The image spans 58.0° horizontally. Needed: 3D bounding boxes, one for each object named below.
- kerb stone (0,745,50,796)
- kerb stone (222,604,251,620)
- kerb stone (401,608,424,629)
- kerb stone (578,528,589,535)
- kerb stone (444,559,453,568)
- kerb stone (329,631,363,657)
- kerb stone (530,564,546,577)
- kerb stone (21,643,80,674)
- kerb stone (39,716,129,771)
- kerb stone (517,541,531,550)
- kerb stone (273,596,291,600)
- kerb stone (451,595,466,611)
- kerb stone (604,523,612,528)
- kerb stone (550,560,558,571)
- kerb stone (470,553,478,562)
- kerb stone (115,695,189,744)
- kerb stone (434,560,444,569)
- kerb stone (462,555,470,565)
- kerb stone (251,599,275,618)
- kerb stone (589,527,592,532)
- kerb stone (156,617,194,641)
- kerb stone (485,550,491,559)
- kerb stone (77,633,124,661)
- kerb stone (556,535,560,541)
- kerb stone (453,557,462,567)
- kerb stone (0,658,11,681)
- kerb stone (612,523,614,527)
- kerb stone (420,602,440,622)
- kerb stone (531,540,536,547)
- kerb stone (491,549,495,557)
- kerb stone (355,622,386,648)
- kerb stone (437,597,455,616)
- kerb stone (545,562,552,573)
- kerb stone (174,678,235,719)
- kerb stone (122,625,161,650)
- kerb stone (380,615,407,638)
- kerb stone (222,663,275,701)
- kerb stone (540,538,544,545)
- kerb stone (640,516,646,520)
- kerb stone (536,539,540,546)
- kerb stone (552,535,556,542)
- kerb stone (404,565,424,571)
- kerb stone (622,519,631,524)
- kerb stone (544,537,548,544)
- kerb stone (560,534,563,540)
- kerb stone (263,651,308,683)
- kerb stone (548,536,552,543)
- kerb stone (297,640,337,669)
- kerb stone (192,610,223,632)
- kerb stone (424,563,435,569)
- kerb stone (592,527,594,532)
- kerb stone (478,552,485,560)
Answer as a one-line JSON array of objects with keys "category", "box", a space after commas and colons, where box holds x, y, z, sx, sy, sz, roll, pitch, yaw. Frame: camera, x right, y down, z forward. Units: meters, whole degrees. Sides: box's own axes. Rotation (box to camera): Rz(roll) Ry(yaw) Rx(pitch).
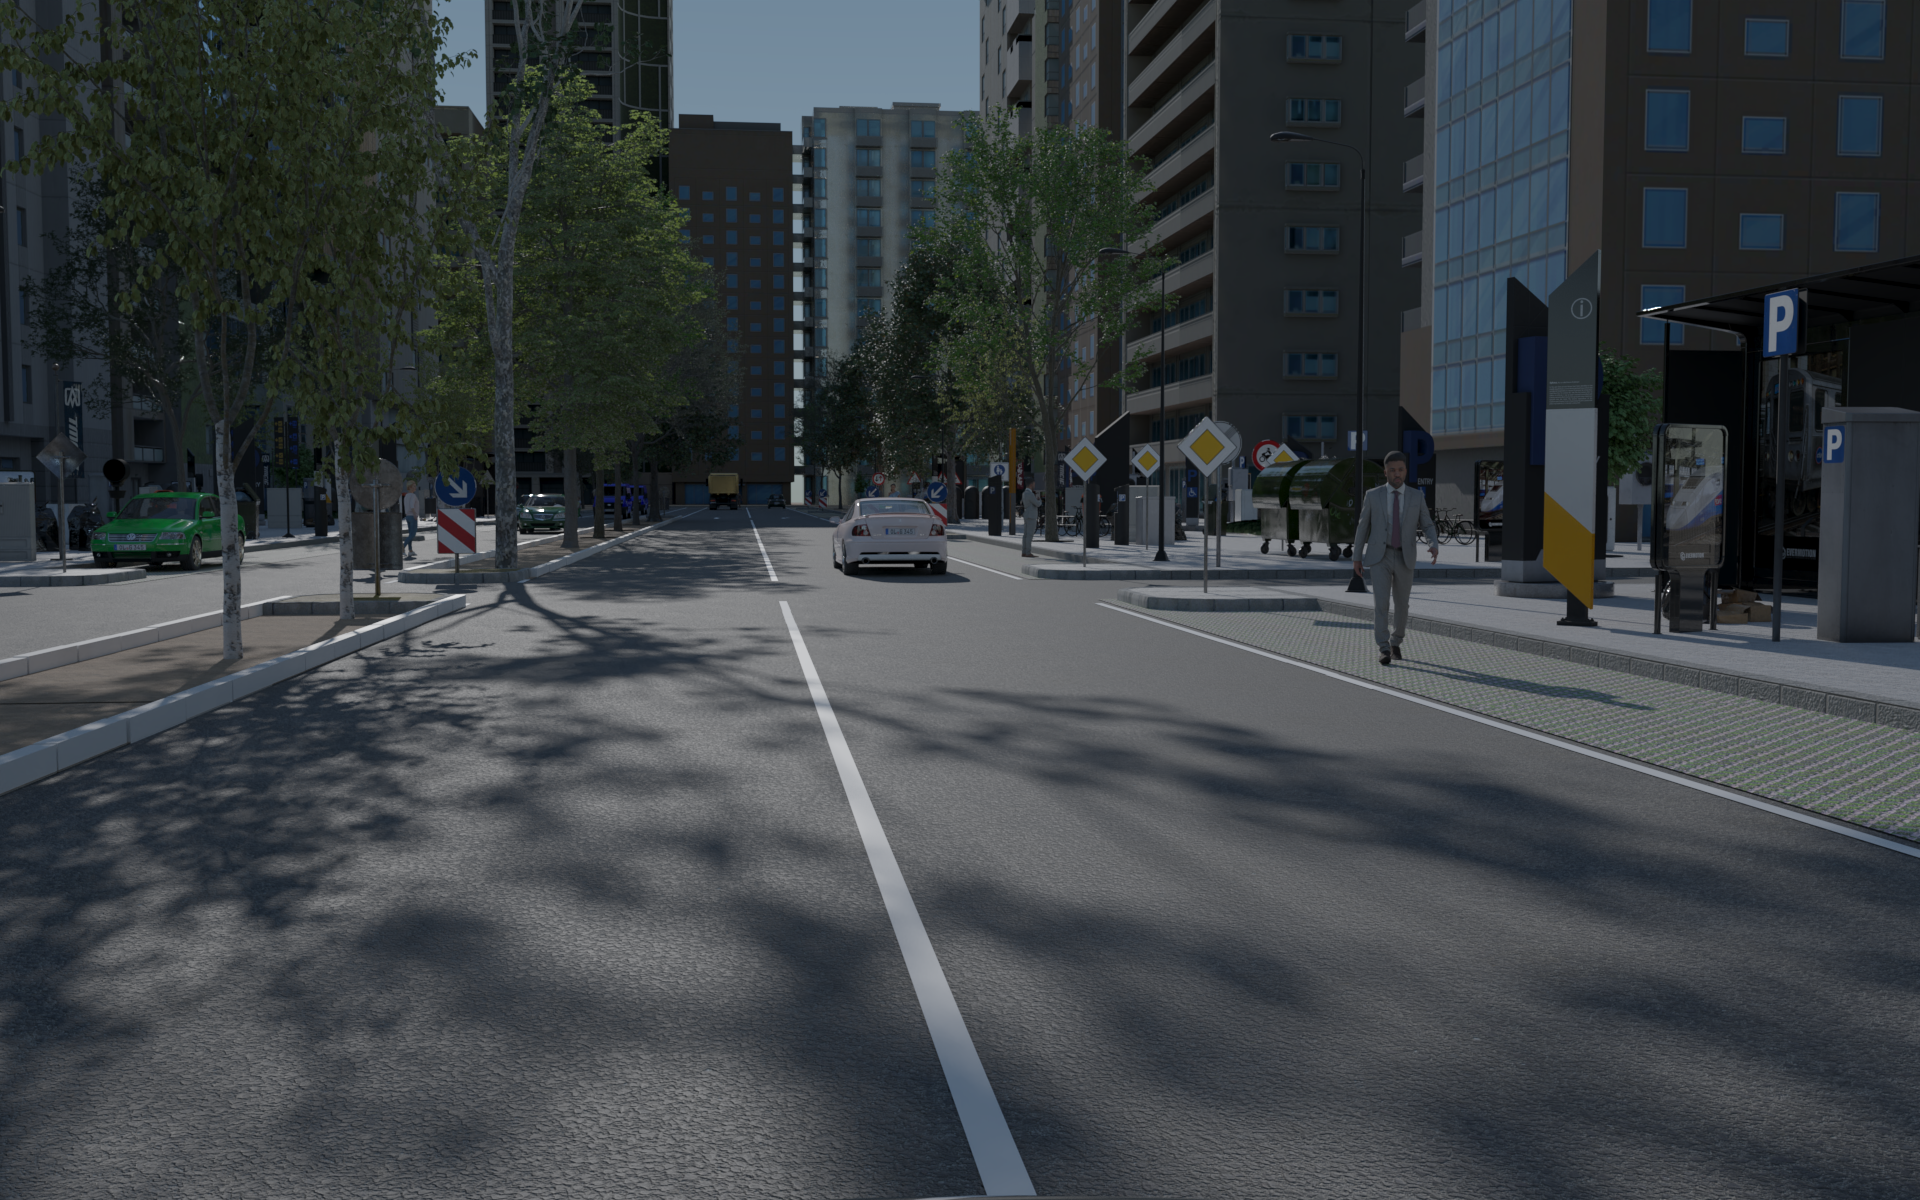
[{"category": "kerb stone", "box": [-4.638, 0.847, 8.394, 0.120, 0.150, 1.000, 0, 4, -7]}, {"category": "kerb stone", "box": [-8.129, 0.178, 19.278, 0.120, 0.150, 1.000, 0, 4, -7]}, {"category": "kerb stone", "box": [-5.913, 0.226, 18.538, 0.120, 0.150, 1.000, 0, 4, -7]}, {"category": "kerb stone", "box": [-13.603, -2.470, 62.581, 0.120, 0.150, 1.000, 0, 4, -7]}, {"category": "kerb stone", "box": [-9.876, -0.665, 33.069, 0.120, 0.150, 1.000, 0, 4, -7]}, {"category": "kerb stone", "box": [-5.538, 0.412, 15.491, 0.120, 0.150, 1.000, 0, 4, -7]}, {"category": "kerb stone", "box": [-7.398, -0.494, 30.266, 0.120, 0.150, 1.000, 0, 4, -7]}, {"category": "kerb stone", "box": [-7.485, 0.490, 14.186, 0.120, 0.150, 1.000, 0, 4, -7]}, {"category": "kerb stone", "box": [-4.767, 0.782, 9.408, 0.120, 0.150, 1.000, 0, 4, -7]}, {"category": "kerb stone", "box": [-11.417, -1.413, 45.294, 0.120, 0.150, 1.000, 0, 4, -7]}, {"category": "kerb stone", "box": [-8.386, 0.054, 21.306, 0.120, 0.150, 1.000, 0, 4, -7]}, {"category": "kerb stone", "box": [-6.302, 0.037, 21.599, 0.120, 0.150, 1.000, 0, 4, -7]}, {"category": "kerb stone", "box": [-15.014, -3.154, 73.762, 0.120, 0.150, 1.000, 0, 4, -7]}, {"category": "kerb stone", "box": [-7.653, -0.613, 32.296, 0.120, 0.150, 1.000, 0, 4, -7]}, {"category": "kerb stone", "box": [-10.256, -0.853, 36.135, 0.120, 0.150, 1.000, 0, 4, -7]}, {"category": "kerb stone", "box": [-4.881, 0.720, 10.424, 0.120, 0.150, 1.000, 0, 4, -7]}, {"category": "kerb stone", "box": [-9.741, -0.603, 32.055, 0.120, 0.150, 1.000, 0, 4, -7]}, {"category": "kerb stone", "box": [-10.126, -0.787, 35.114, 0.120, 0.150, 1.000, 0, 4, -7]}, {"category": "kerb stone", "box": [-8.251, 0.116, 20.293, 0.120, 0.150, 1.000, 0, 4, -7]}, {"category": "kerb stone", "box": [-13.724, -2.532, 63.597, 0.120, 0.150, 1.000, 0, 4, -7]}, {"category": "kerb stone", "box": [-7.869, 0.303, 17.243, 0.120, 0.150, 1.000, 0, 4, -7]}, {"category": "kerb stone", "box": [-10.520, -0.975, 38.167, 0.120, 0.150, 1.000, 0, 4, -7]}, {"category": "kerb stone", "box": [-7.606, 0.430, 15.202, 0.120, 0.150, 1.000, 0, 4, -7]}, {"category": "kerb stone", "box": [-12.310, -1.848, 52.422, 0.120, 0.150, 1.000, 0, 4, -7]}, {"category": "kerb stone", "box": [-9.997, -0.724, 34.088, 0.120, 0.150, 1.000, 0, 4, -7]}, {"category": "kerb stone", "box": [-7.362, 0.561, 13.172, 0.120, 0.150, 1.000, 0, 4, -7]}, {"category": "kerb stone", "box": [-15.139, -3.216, 74.782, 0.120, 0.150, 1.000, 0, 4, -7]}, {"category": "kerb stone", "box": [-6.050, 0.162, 19.560, 0.120, 0.150, 1.000, 0, 4, -7]}, {"category": "kerb stone", "box": [-11.539, -1.475, 46.309, 0.120, 0.150, 1.000, 0, 4, -7]}, {"category": "kerb stone", "box": [-10.636, -1.035, 39.183, 0.120, 0.150, 1.000, 0, 4, -7]}, {"category": "kerb stone", "box": [-5.663, 0.351, 16.508, 0.120, 0.150, 1.000, 0, 4, -7]}, {"category": "kerb stone", "box": [-6.176, 0.099, 20.582, 0.120, 0.150, 1.000, 0, 4, -7]}, {"category": "kerb stone", "box": [-7.533, -0.553, 31.280, 0.120, 0.150, 1.000, 0, 4, -7]}, {"category": "kerb stone", "box": [-5.014, 0.658, 11.437, 0.120, 0.150, 1.000, 0, 4, -7]}, {"category": "kerb stone", "box": [-7.740, 0.373, 16.218, 0.120, 0.150, 1.000, 0, 4, -7]}, {"category": "kerb stone", "box": [-5.784, 0.286, 17.523, 0.120, 0.150, 1.000, 0, 4, -7]}, {"category": "kerb stone", "box": [-5.143, 0.597, 12.451, 0.120, 0.150, 1.000, 0, 4, -7]}, {"category": "kerb stone", "box": [-11.795, -1.596, 48.342, 0.120, 0.150, 1.000, 0, 4, -7]}, {"category": "kerb stone", "box": [-18.352, -4.773, 100.235, 0.120, 0.150, 1.000, 0, 4, -7]}, {"category": "kerb stone", "box": [-11.674, -1.536, 47.325, 0.120, 0.150, 1.000, 0, 4, -7]}, {"category": "kerb stone", "box": [-12.184, -1.785, 51.400, 0.120, 0.150, 1.000, 0, 4, -7]}, {"category": "kerb stone", "box": [-9.480, -0.476, 30.002, 0.120, 0.150, 1.000, 0, 4, -7]}, {"category": "kerb stone", "box": [-16.555, -3.901, 85.970, 0.120, 0.150, 1.000, 0, 4, -7]}, {"category": "kerb stone", "box": [-11.920, -1.662, 49.365, 0.120, 0.150, 1.000, 0, 4, -7]}, {"category": "kerb stone", "box": [-12.445, -1.911, 53.435, 0.120, 0.150, 1.000, 0, 4, -7]}, {"category": "kerb stone", "box": [-5.278, 0.534, 13.464, 0.120, 0.150, 1.000, 0, 4, -7]}, {"category": "kerb stone", "box": [-12.056, -1.724, 50.381, 0.120, 0.150, 1.000, 0, 4, -7]}, {"category": "kerb stone", "box": [-5.408, 0.472, 14.478, 0.120, 0.150, 1.000, 0, 4, -7]}, {"category": "kerb stone", "box": [-8.004, 0.241, 18.259, 0.120, 0.150, 1.000, 0, 4, -7]}, {"category": "kerb stone", "box": [-9.612, -0.538, 31.030, 0.120, 0.150, 1.000, 0, 4, -7]}, {"category": "kerb stone", "box": [-13.850, -2.591, 64.617, 0.120, 0.150, 1.000, 0, 4, -7]}, {"category": "kerb stone", "box": [-10.384, -0.911, 37.149, 0.120, 0.150, 1.000, 0, 4, -7]}]
